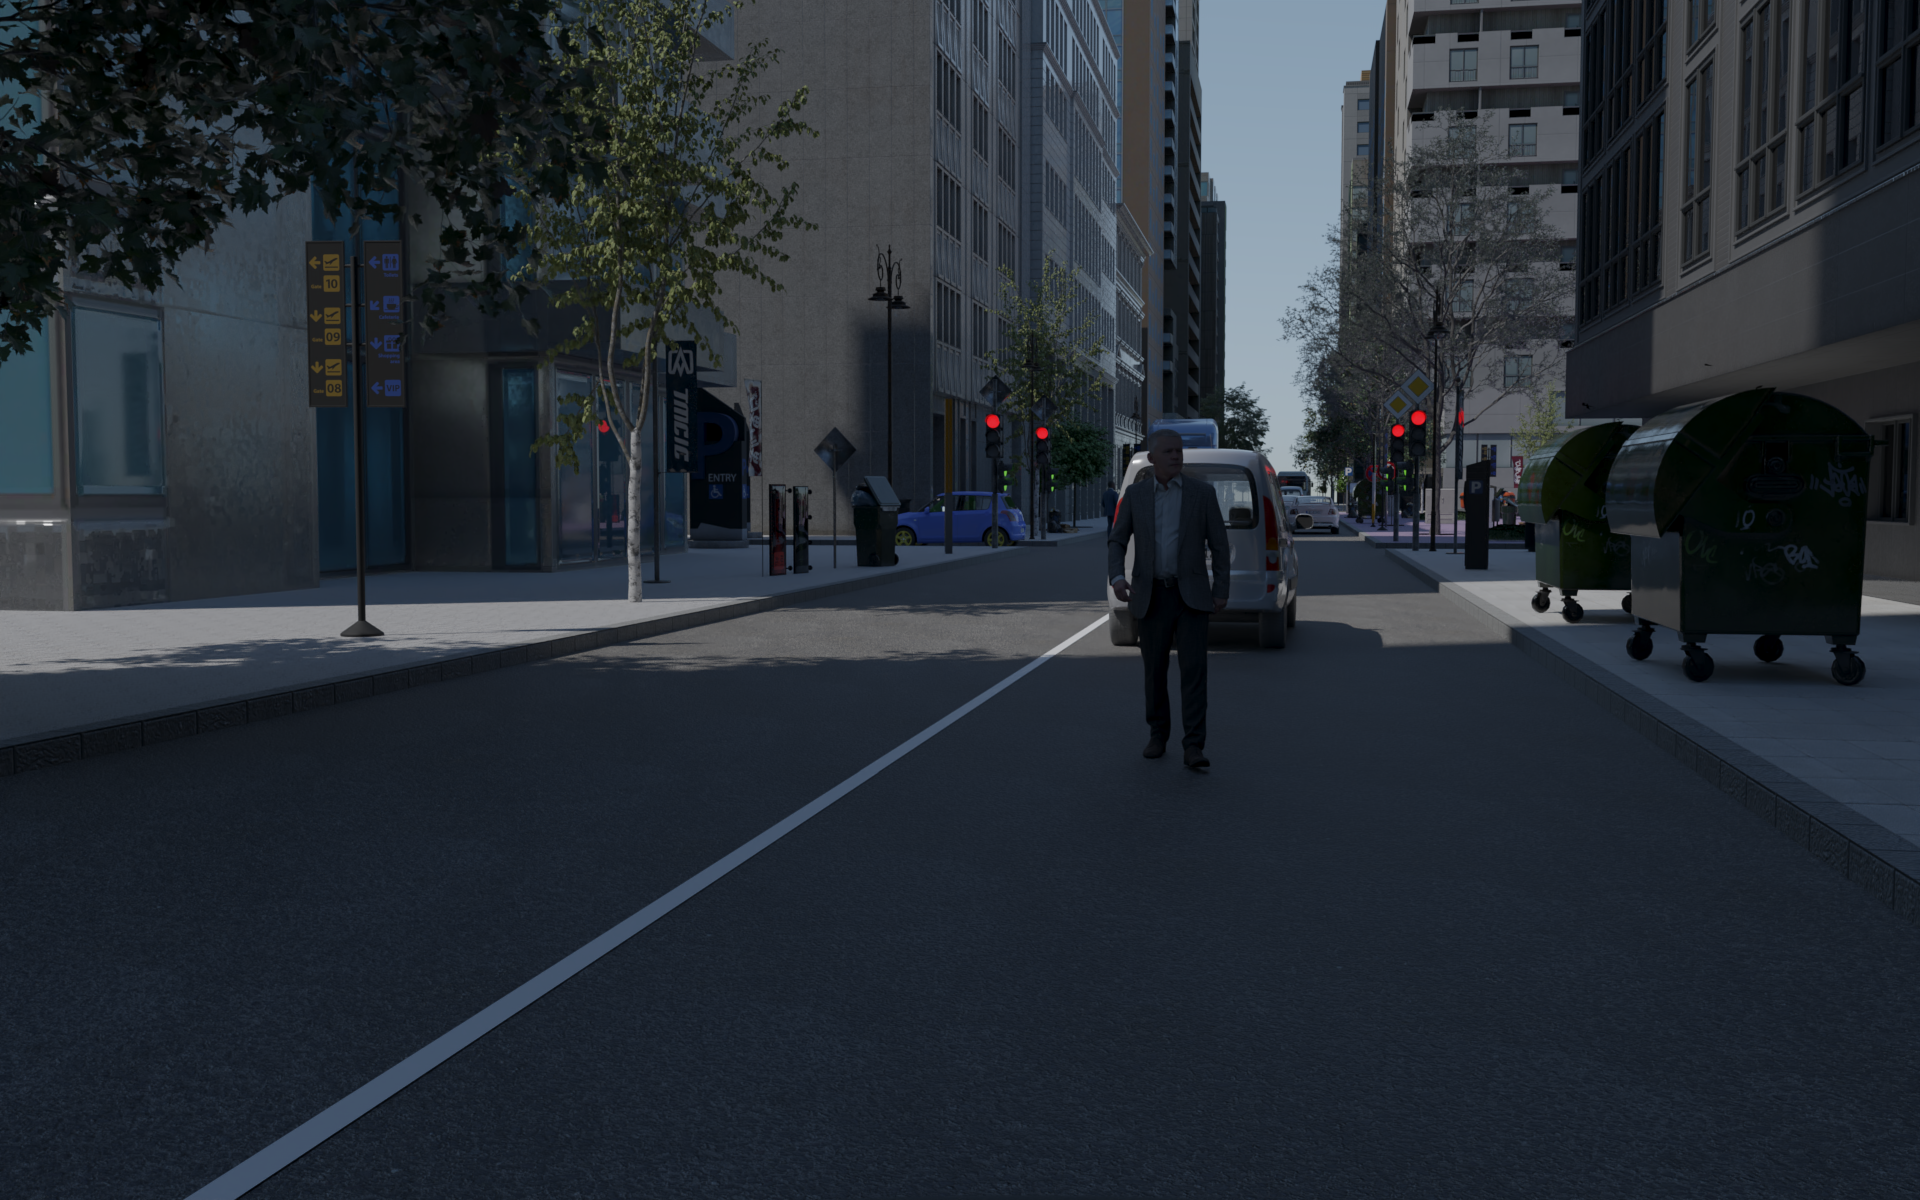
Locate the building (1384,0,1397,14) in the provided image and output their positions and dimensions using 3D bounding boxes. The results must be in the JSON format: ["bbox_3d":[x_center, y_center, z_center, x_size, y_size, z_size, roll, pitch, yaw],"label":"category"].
[{"bbox_3d":[44.309,-30.789,153.510,14.600,45.320,14.200,1,4,11],"label":"building"}]

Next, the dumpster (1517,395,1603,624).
[{"bbox_3d":[6.614,-0.934,17.765,1.502,2.255,1.985,1,4,11],"label":"dumpster"}]

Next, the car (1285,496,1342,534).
[{"bbox_3d":[12.917,-3.120,63.370,2.083,1.381,4.827,1,4,11],"label":"car"}]

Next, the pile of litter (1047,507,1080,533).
[{"bbox_3d":[3.381,-2.646,57.226,1.176,0.858,1.719,1,4,18],"label":"pile of litter"}]

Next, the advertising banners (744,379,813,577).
[{"bbox_3d":[-2.858,-1.900,27.255,0.090,3.025,2.074,2,4,24],"label":"advertising banners"}]

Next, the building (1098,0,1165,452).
[{"bbox_3d":[7.945,-29.405,130.888,14.600,45.320,14.200,1,4,11],"label":"building"}]

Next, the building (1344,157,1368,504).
[{"bbox_3d":[54.693,-32.302,211.724,14.154,41.232,14.086,1,4,11],"label":"building"}]

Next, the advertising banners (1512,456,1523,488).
[{"bbox_3d":[26.235,-5.071,79.096,2.074,3.025,0.090,1,4,11],"label":"advertising banners"}]

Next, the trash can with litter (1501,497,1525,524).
[{"bbox_3d":[19.818,-3.075,61.664,1.055,1.170,0.624,2,4,34],"label":"trash can with litter"}]

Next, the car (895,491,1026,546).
[{"bbox_3d":[-0.181,-2.120,44.260,3.694,1.707,1.945,1,4,12],"label":"car"}]

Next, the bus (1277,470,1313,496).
[{"bbox_3d":[28.061,-9.210,145.443,2.948,3.499,13.247,1,4,13],"label":"bus"}]

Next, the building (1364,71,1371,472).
[{"bbox_3d":[46.684,-31.644,167.488,14.600,45.320,14.200,1,4,11],"label":"building"}]

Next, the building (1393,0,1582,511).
[{"bbox_3d":[47.413,-33.163,131.451,28.713,52.752,27.495,1,4,11],"label":"building"}]

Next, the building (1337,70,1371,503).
[{"bbox_3d":[64.657,-43.072,246.225,21.231,58.520,28.212,1,4,11],"label":"building"}]

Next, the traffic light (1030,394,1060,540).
[{"bbox_3d":[2.370,-3.656,48.691,0.839,4.253,0.868,1,4,11],"label":"traffic light"}]

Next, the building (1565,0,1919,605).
[{"bbox_3d":[17.046,-13.977,22.030,14.314,27.812,24.014,1,4,11],"label":"building"}]

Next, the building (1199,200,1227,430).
[{"bbox_3d":[28.784,-33.786,235.993,14.154,41.232,14.086,1,4,11],"label":"building"}]

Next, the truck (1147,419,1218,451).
[{"bbox_3d":[8.992,-4.782,67.940,2.967,4.110,18.799,1,4,9],"label":"truck"}]

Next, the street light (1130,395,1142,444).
[{"bbox_3d":[8.240,-6.624,81.093,0.468,5.910,1.993,1,4,11],"label":"street light"}]

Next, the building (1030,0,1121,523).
[{"bbox_3d":[0.943,-18.922,86.863,11.434,29.767,29.804,1,4,11],"label":"building"}]

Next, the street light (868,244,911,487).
[{"bbox_3d":[-1.306,-3.637,32.250,0.468,5.910,1.993,1,4,11],"label":"street light"}]

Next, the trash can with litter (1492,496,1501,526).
[{"bbox_3d":[18.545,-2.950,59.297,1.678,1.210,2.233,2,4,30],"label":"trash can with litter"}]

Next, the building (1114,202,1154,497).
[{"bbox_3d":[5.819,-16.874,112.042,11.583,22.565,21.152,1,4,11],"label":"building"}]

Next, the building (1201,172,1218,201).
[{"bbox_3d":[27.995,-39.093,258.773,23.786,49.044,30.456,1,4,11],"label":"building"}]

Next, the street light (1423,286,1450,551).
[{"bbox_3d":[10.586,-4.026,38.607,0.468,5.910,1.993,1,4,11],"label":"street light"}]

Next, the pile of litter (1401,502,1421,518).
[{"bbox_3d":[24.115,-4.763,91.847,1.719,0.858,1.176,-2,4,-24],"label":"pile of litter"}]

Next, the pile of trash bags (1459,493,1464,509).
[{"bbox_3d":[30.223,-5.447,98.816,3.447,1.369,1.912,0,4,0],"label":"pile of trash bags"}]

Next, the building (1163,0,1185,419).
[{"bbox_3d":[9.172,-51.358,152.373,22.319,86.520,31.000,1,4,11],"label":"building"}]

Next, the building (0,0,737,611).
[{"bbox_3d":[-20.294,-25.073,29.552,30.456,49.044,23.786,1,4,11],"label":"building"}]

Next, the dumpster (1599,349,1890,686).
[{"bbox_3d":[5.582,-0.608,12.427,1.502,2.255,1.985,1,4,11],"label":"dumpster"}]

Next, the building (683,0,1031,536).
[{"bbox_3d":[-4.894,-14.975,62.860,12.078,24.808,19.932,1,4,11],"label":"building"}]

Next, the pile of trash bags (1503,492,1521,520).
[{"bbox_3d":[28.638,-4.682,86.297,3.447,1.369,1.912,-1,4,-14],"label":"pile of trash bags"}]

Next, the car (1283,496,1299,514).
[{"bbox_3d":[14.724,-3.998,77.736,2.083,1.381,4.827,1,4,12],"label":"car"}]

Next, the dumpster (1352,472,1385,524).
[{"bbox_3d":[17.987,-4.489,75.893,1.502,2.255,1.985,1,4,11],"label":"dumpster"}]

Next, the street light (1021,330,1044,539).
[{"bbox_3d":[2.045,-4.662,49.004,0.468,5.910,1.993,1,4,11],"label":"street light"}]

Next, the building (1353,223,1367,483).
[{"bbox_3d":[48.873,-25.167,183.188,14.160,30.474,14.107,1,4,11],"label":"building"}]

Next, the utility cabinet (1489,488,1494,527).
[{"bbox_3d":[19.555,-3.404,64.335,0.318,1.500,1.173,2,4,26],"label":"utility cabinet"}]

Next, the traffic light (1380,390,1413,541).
[{"bbox_3d":[11.808,-3.545,46.874,0.839,4.253,0.868,1,4,11],"label":"traffic light"}]

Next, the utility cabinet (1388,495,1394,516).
[{"bbox_3d":[24.849,-5.425,99.861,0.306,1.237,1.020,0,4,8],"label":"utility cabinet"}]

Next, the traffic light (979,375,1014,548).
[{"bbox_3d":[0.842,-3.176,40.853,0.839,4.253,0.868,1,4,11],"label":"traffic light"}]

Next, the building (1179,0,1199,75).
[{"bbox_3d":[21.693,-47.741,218.816,20.563,71.187,20.611,1,4,11],"label":"building"}]

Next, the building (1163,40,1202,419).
[{"bbox_3d":[13.770,-34.071,180.757,21.300,48.544,21.600,1,4,11],"label":"building"}]

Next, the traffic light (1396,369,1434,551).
[{"bbox_3d":[10.279,-3.065,39.036,0.839,4.253,0.868,1,4,11],"label":"traffic light"}]

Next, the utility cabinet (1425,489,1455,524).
[{"bbox_3d":[20.458,-3.984,73.821,1.173,1.500,0.318,1,4,11],"label":"utility cabinet"}]

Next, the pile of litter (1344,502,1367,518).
[{"bbox_3d":[21.246,-4.833,92.981,1.176,0.858,1.719,0,4,7],"label":"pile of litter"}]
